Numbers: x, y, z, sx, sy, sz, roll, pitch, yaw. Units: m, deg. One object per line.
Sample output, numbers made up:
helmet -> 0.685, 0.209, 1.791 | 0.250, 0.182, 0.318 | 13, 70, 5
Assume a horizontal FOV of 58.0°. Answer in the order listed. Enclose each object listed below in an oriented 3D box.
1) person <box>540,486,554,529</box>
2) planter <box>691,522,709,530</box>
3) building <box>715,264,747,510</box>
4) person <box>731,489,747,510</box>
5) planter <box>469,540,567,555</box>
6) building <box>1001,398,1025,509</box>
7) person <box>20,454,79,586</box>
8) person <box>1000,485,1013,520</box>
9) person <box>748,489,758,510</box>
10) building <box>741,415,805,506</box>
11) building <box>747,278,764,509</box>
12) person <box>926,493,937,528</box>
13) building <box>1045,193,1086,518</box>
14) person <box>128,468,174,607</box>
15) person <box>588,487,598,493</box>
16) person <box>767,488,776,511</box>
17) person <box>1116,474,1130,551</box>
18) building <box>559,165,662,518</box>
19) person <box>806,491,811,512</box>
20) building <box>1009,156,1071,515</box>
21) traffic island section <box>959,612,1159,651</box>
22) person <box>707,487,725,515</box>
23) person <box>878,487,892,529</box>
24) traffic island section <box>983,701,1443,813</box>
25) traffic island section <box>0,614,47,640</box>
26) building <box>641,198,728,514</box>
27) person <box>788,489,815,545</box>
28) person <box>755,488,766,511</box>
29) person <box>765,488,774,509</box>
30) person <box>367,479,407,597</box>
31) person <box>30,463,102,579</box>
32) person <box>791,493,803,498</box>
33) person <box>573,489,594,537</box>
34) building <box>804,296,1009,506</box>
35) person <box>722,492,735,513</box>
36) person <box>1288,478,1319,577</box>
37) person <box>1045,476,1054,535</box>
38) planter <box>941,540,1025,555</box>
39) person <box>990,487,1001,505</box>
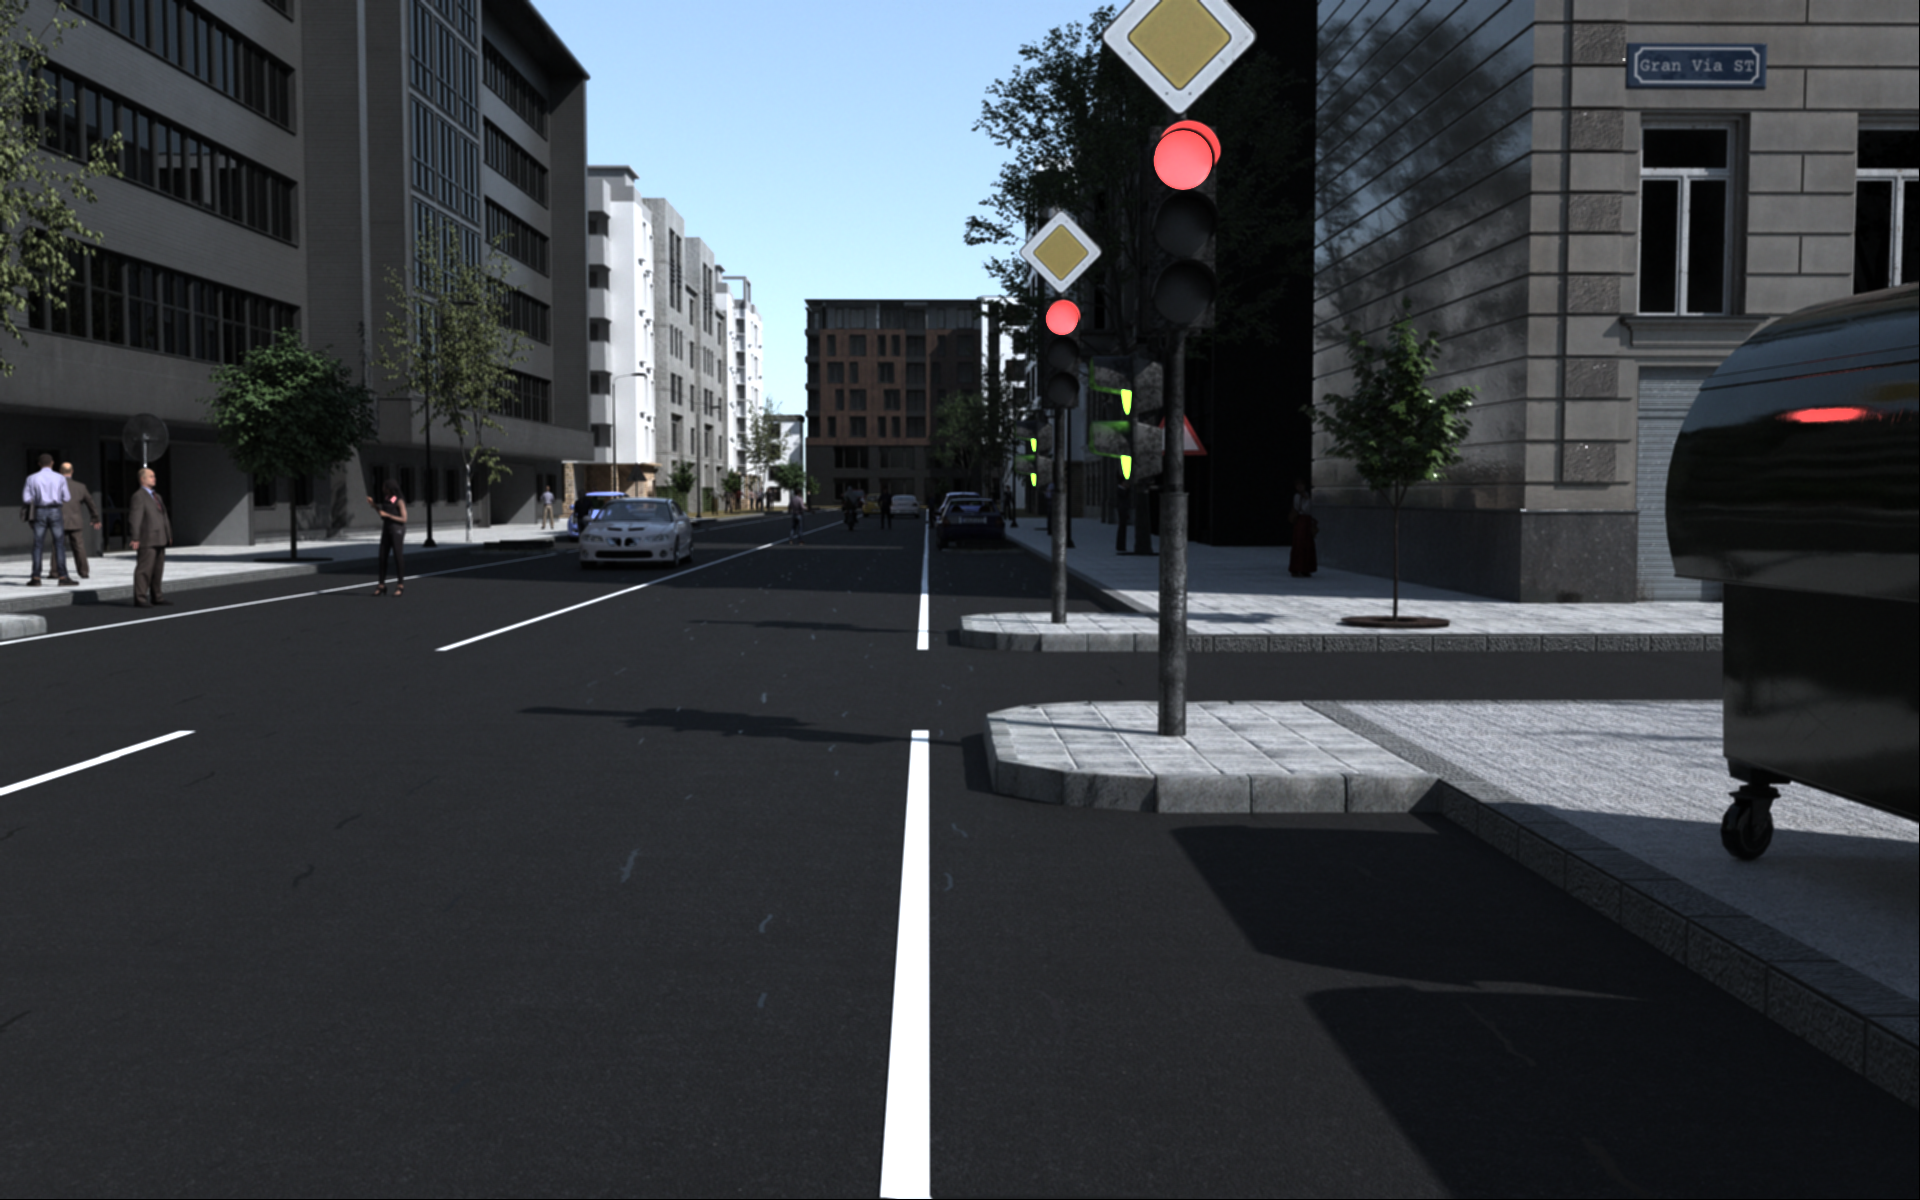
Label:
person -> -15.210, -3.407, 63.810 | 0.516, 1.574, 0.319 | -2, 4, -23
planter -> -11.066, -2.931, 69.059 | 1.991, 0.319, 1.994 | 0, 4, -1
building -> -26.197, -17.381, 140.598 | 16.016, 20.091, 11.380 | 0, 4, -1
person -> -17.380, -7.929, 135.643 | 1.348, 1.831, 0.705 | 0, 4, -7
planter -> -10.553, -1.255, 41.655 | 1.991, 0.319, 1.994 | 0, 4, -1
building -> 8.771, -12.841, 152.095 | 9.099, 9.664, 28.070 | 0, 4, -1
person -> -12.720, -1.118, 24.192 | 0.709, 1.838, 0.599 | -1, 4, -22
person -> 2.286, -4.766, 84.774 | 0.445, 1.727, 0.742 | 3, 4, 38
person -> -16.706, -8.115, 139.429 | 0.721, 1.736, 1.217 | 2, 4, 34
building -> -30.812, -14.766, 183.563 | 28.070, 9.664, 9.099 | 0, 4, -1
building -> -23.886, -18.369, 156.756 | 11.380, 20.091, 16.016 | 0, 4, -1
person -> -1.205, -3.788, 73.123 | 0.600, 1.496, 0.574 | 3, 5, 40
building -> 13.025, -14.872, 99.571 | 16.016, 20.091, 11.380 | 0, 4, -1
person -> -10.290, -0.798, 22.098 | 0.434, 1.755, 0.990 | 0, 4, 6
person -> -18.528, -4.891, 87.477 | 0.593, 1.643, 0.415 | -1, 4, -12
person -> -14.536, -7.749, 133.546 | 0.445, 1.727, 0.742 | 2, 4, 31
person -> 3.746, -1.961, 38.900 | 0.445, 1.727, 0.742 | -2, 4, -25
building -> -25.499, -14.755, 97.663 | 16.016, 20.091, 11.380 | 0, 4, -1
person -> -11.832, -7.684, 134.939 | 0.445, 1.727, 0.742 | -1, 4, -23
building -> 18.361, -16.980, 121.598 | 27.936, 21.610, 32.646 | 0, 4, -1
traffic island section -> 1.004, 0.310, 17.213 | 2.009, 0.180, 2.903 | 0, 4, -1
person -> -15.095, -6.125, 106.923 | 1.217, 1.736, 0.721 | 1, 4, 18
person -> -3.063, -3.774, 70.905 | 0.576, 1.737, 0.504 | 0, 4, -2
traffic island section -> 1.151, 0.798, 9.229 | 2.009, 0.180, 2.903 | 0, 4, -1
traffic island section -> -10.435, 0.322, 17.009 | 2.009, 0.180, 2.903 | 0, 4, -1
building -> -26.219, -15.461, 119.238 | 16.747, 18.905, 31.486 | 0, 4, -1
person -> -4.561, -2.347, 48.839 | 0.963, 1.587, 0.435 | 2, 4, 28
person -> -14.900, -7.471, 129.134 | 0.756, 1.711, 0.436 | 0, 4, 6
person -> -16.586, -8.789, 149.765 | 0.705, 1.821, 1.348 | 2, 4, 32
person -> -8.021, -0.872, 24.228 | 0.593, 1.643, 0.415 | 0, 4, -3
person -> -13.569, -1.203, 26.260 | 0.990, 1.755, 0.434 | -3, 4, -36
person -> -15.623, -9.756, 165.545 | 1.348, 1.826, 0.705 | 2, 4, 28
person -> -9.531, -2.046, 44.162 | 0.569, 1.553, 0.471 | 3, 5, 42
building -> -0.176, -21.314, 192.462 | 32.646, 21.610, 27.936 | 0, 4, -1
person -> -16.072, -6.948, 120.188 | 0.990, 1.755, 0.434 | 1, 4, 21
person -> 5.282, -1.111, 26.676 | 0.387, 1.526, 0.523 | 3, 5, 39
person -> 2.990, -2.935, 53.895 | 0.599, 1.838, 0.709 | -2, 4, -26
planter -> 0.540, -1.272, 41.941 | 1.991, 0.319, 1.994 | 0, 4, -1
person -> 3.008, -8.869, 150.676 | 1.348, 1.869, 0.705 | 3, 4, 38
